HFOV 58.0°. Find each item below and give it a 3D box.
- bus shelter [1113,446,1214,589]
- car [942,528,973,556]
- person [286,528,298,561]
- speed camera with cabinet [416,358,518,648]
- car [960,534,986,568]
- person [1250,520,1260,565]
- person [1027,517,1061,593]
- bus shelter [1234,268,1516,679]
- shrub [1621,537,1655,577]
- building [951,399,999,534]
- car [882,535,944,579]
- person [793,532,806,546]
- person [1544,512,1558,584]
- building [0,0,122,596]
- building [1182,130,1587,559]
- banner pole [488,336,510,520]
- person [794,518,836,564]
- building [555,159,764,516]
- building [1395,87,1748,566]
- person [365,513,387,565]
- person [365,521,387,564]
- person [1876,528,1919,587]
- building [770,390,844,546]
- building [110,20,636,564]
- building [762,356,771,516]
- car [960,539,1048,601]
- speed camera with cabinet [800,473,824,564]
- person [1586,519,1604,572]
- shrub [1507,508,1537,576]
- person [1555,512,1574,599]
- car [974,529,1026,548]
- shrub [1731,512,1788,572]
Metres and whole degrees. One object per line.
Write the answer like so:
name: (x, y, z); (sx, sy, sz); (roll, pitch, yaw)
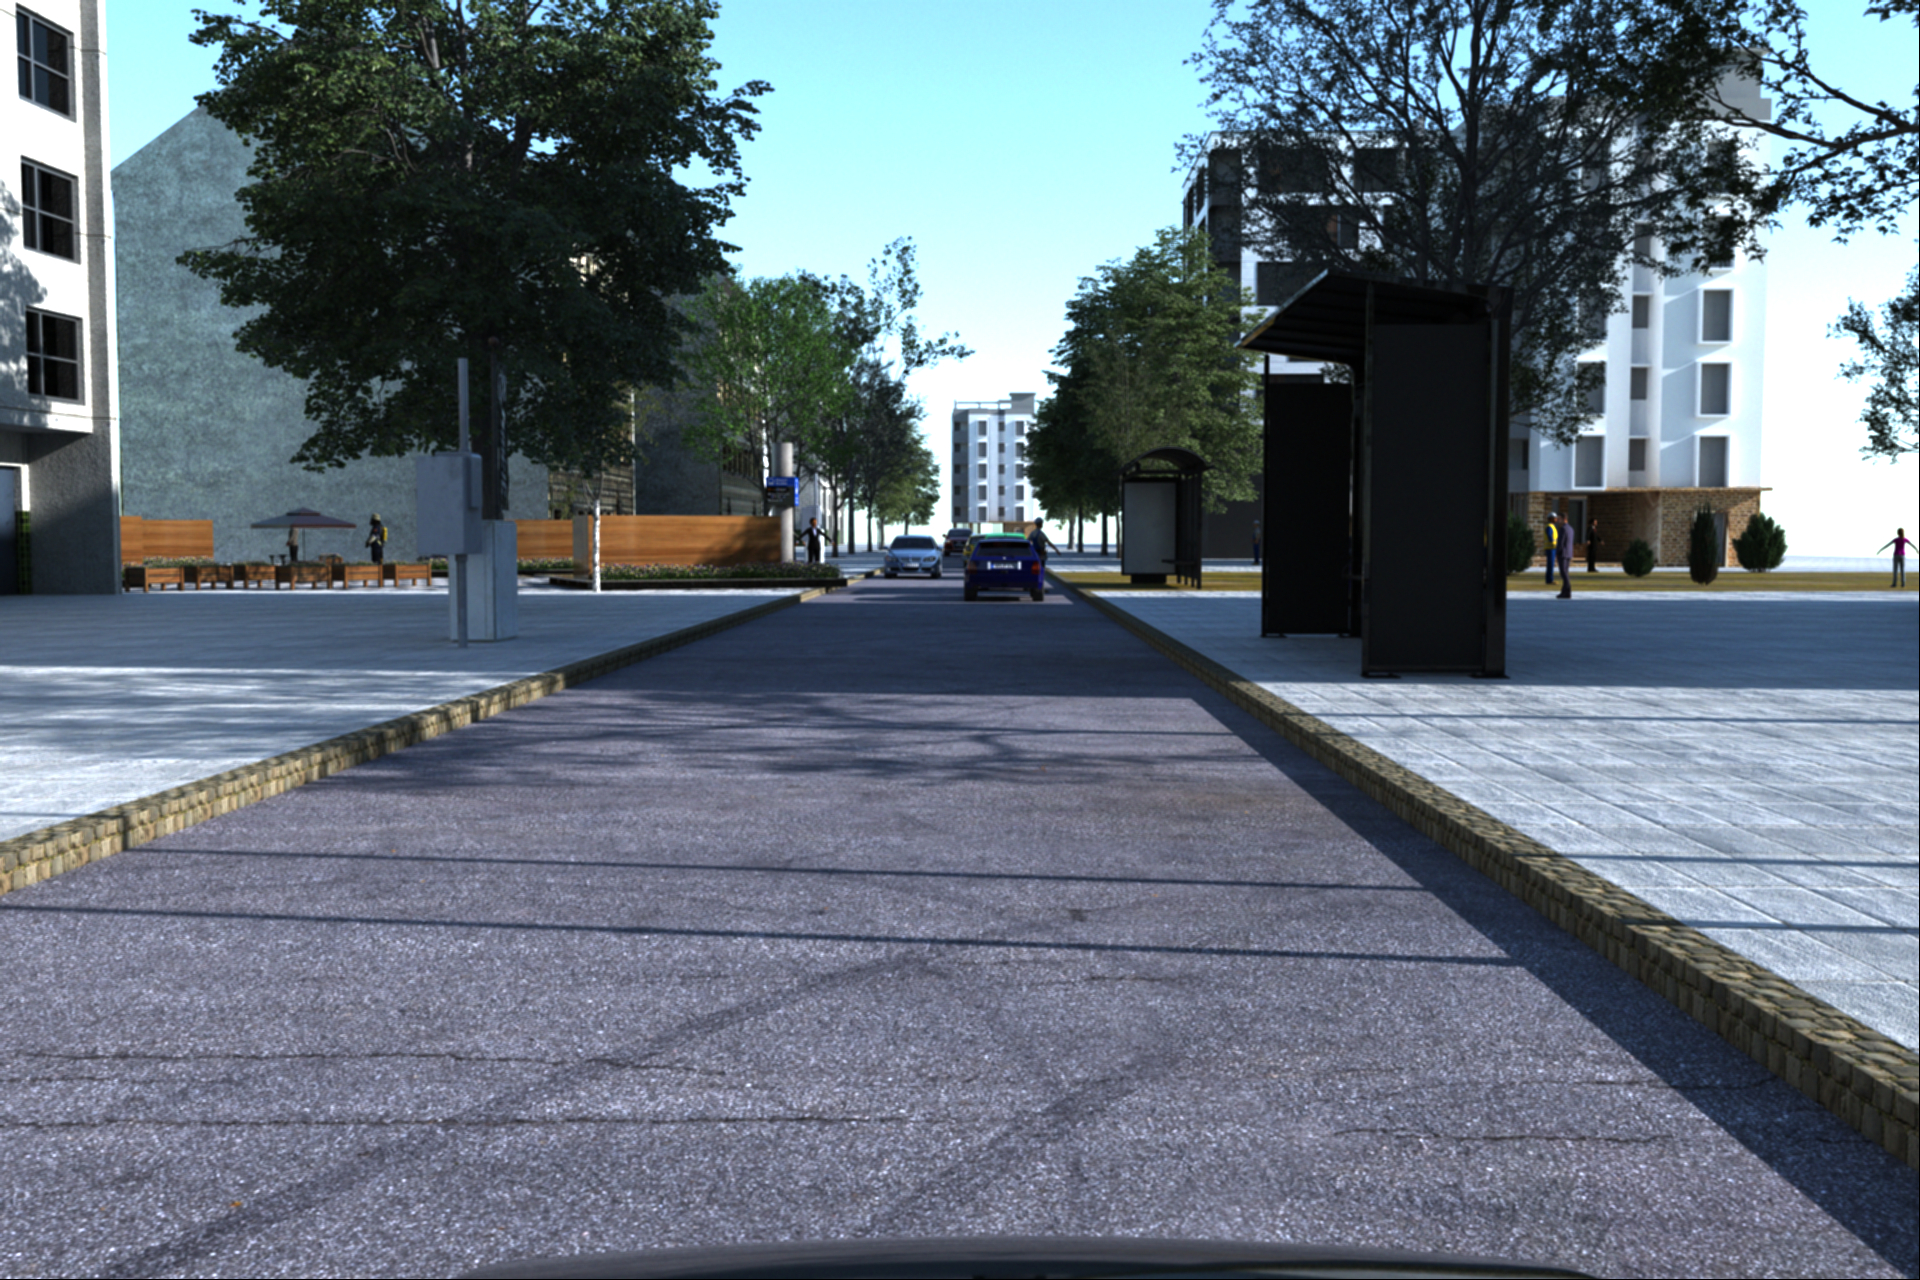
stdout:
bus shelter: (4.914, -2.976, 42.588); (2.014, 3.302, 5.546); (0, 4, 2)
car: (0.014, -6.360, 112.657); (2.281, 1.827, 5.304); (0, 4, 1)
person: (-20.676, -2.906, 53.648); (0.705, 1.813, 1.348); (-1, 4, -15)
speed camera with cabinet: (-5.758, -1.586, 20.272); (0.660, 3.252, 2.038); (0, 4, 2)
car: (0.997, -3.876, 73.594); (2.015, 1.641, 3.980); (0, 4, 0)
person: (12.243, -4.027, 71.691); (0.705, 1.847, 1.347); (0, 4, 0)
person: (1.948, -2.086, 42.417); (0.705, 1.847, 1.347); (-3, 4, -38)
bus shelter: (4.180, -1.661, 18.435); (1.731, 3.624, 6.357); (0, 4, 1)
shrub: (20.197, -2.475, 51.583); (1.383, 1.207, 1.383); (0, 3, 0)
building: (-0.899, -23.026, 235.358); (11.380, 20.090, 16.016); (0, 4, 2)
car: (-1.522, -2.753, 57.009); (2.014, 1.417, 4.499); (0, 4, 1)
person: (-5.380, -2.859, 53.022); (1.348, 1.796, 0.705); (-2, 4, -23)
person: (15.132, -2.341, 44.242); (0.705, 1.833, 1.349); (1, 4, 21)
building: (-26.763, -9.449, 20.957); (16.747, 18.905, 31.486); (0, 4, 2)
building: (27.039, -15.916, 104.194); (27.936, 21.610, 32.646); (0, 4, 1)
banner pole: (-5.910, -1.973, 22.282); (0.401, 3.779, 0.863); (0, 4, 0)
person: (-4.072, -2.560, 48.573); (1.216, 1.740, 0.721); (-2, 4, -24)
building: (-23.064, -17.092, 110.379); (19.493, 23.208, 18.063); (0, 4, 1)
building: (25.312, -13.659, 79.738); (16.016, 20.090, 11.380); (0, 4, 1)
person: (-16.342, -2.607, 48.402); (0.705, 1.856, 1.354); (0, 4, -6)
person: (-22.244, -3.671, 66.162); (1.346, 1.812, 0.704); (3, 4, 38)
person: (22.640, -1.989, 41.783); (0.991, 1.433, 0.599); (0, 4, 7)
building: (-22.776, -20.209, 196.876); (16.747, 18.905, 31.486); (0, 4, 1)
building: (-26.703, -15.405, 82.805); (19.493, 23.208, 18.063); (0, 4, 1)
building: (-24.126, -18.627, 160.965); (16.016, 20.090, 11.380); (0, 4, 1)
car: (0.971, -1.568, 38.210); (1.945, 1.354, 3.894); (0, 4, 1)
speed camera with cabinet: (-4.844, -3.825, 56.868); (0.660, 3.252, 2.038); (0, 4, 1)
person: (21.431, -3.207, 58.622); (0.705, 1.806, 1.347); (3, 5, 41)
shrub: (16.889, -3.018, 53.386); (1.661, 2.075, 1.752); (0, 3, 0)
person: (12.048, -1.687, 34.548); (0.541, 1.710, 0.530); (-3, 4, -38)
car: (1.434, -2.891, 56.061); (1.959, 1.807, 4.718); (0, 4, 0)
shrub: (26.849, -3.309, 58.145); (1.661, 2.075, 1.752); (0, 3, 0)
